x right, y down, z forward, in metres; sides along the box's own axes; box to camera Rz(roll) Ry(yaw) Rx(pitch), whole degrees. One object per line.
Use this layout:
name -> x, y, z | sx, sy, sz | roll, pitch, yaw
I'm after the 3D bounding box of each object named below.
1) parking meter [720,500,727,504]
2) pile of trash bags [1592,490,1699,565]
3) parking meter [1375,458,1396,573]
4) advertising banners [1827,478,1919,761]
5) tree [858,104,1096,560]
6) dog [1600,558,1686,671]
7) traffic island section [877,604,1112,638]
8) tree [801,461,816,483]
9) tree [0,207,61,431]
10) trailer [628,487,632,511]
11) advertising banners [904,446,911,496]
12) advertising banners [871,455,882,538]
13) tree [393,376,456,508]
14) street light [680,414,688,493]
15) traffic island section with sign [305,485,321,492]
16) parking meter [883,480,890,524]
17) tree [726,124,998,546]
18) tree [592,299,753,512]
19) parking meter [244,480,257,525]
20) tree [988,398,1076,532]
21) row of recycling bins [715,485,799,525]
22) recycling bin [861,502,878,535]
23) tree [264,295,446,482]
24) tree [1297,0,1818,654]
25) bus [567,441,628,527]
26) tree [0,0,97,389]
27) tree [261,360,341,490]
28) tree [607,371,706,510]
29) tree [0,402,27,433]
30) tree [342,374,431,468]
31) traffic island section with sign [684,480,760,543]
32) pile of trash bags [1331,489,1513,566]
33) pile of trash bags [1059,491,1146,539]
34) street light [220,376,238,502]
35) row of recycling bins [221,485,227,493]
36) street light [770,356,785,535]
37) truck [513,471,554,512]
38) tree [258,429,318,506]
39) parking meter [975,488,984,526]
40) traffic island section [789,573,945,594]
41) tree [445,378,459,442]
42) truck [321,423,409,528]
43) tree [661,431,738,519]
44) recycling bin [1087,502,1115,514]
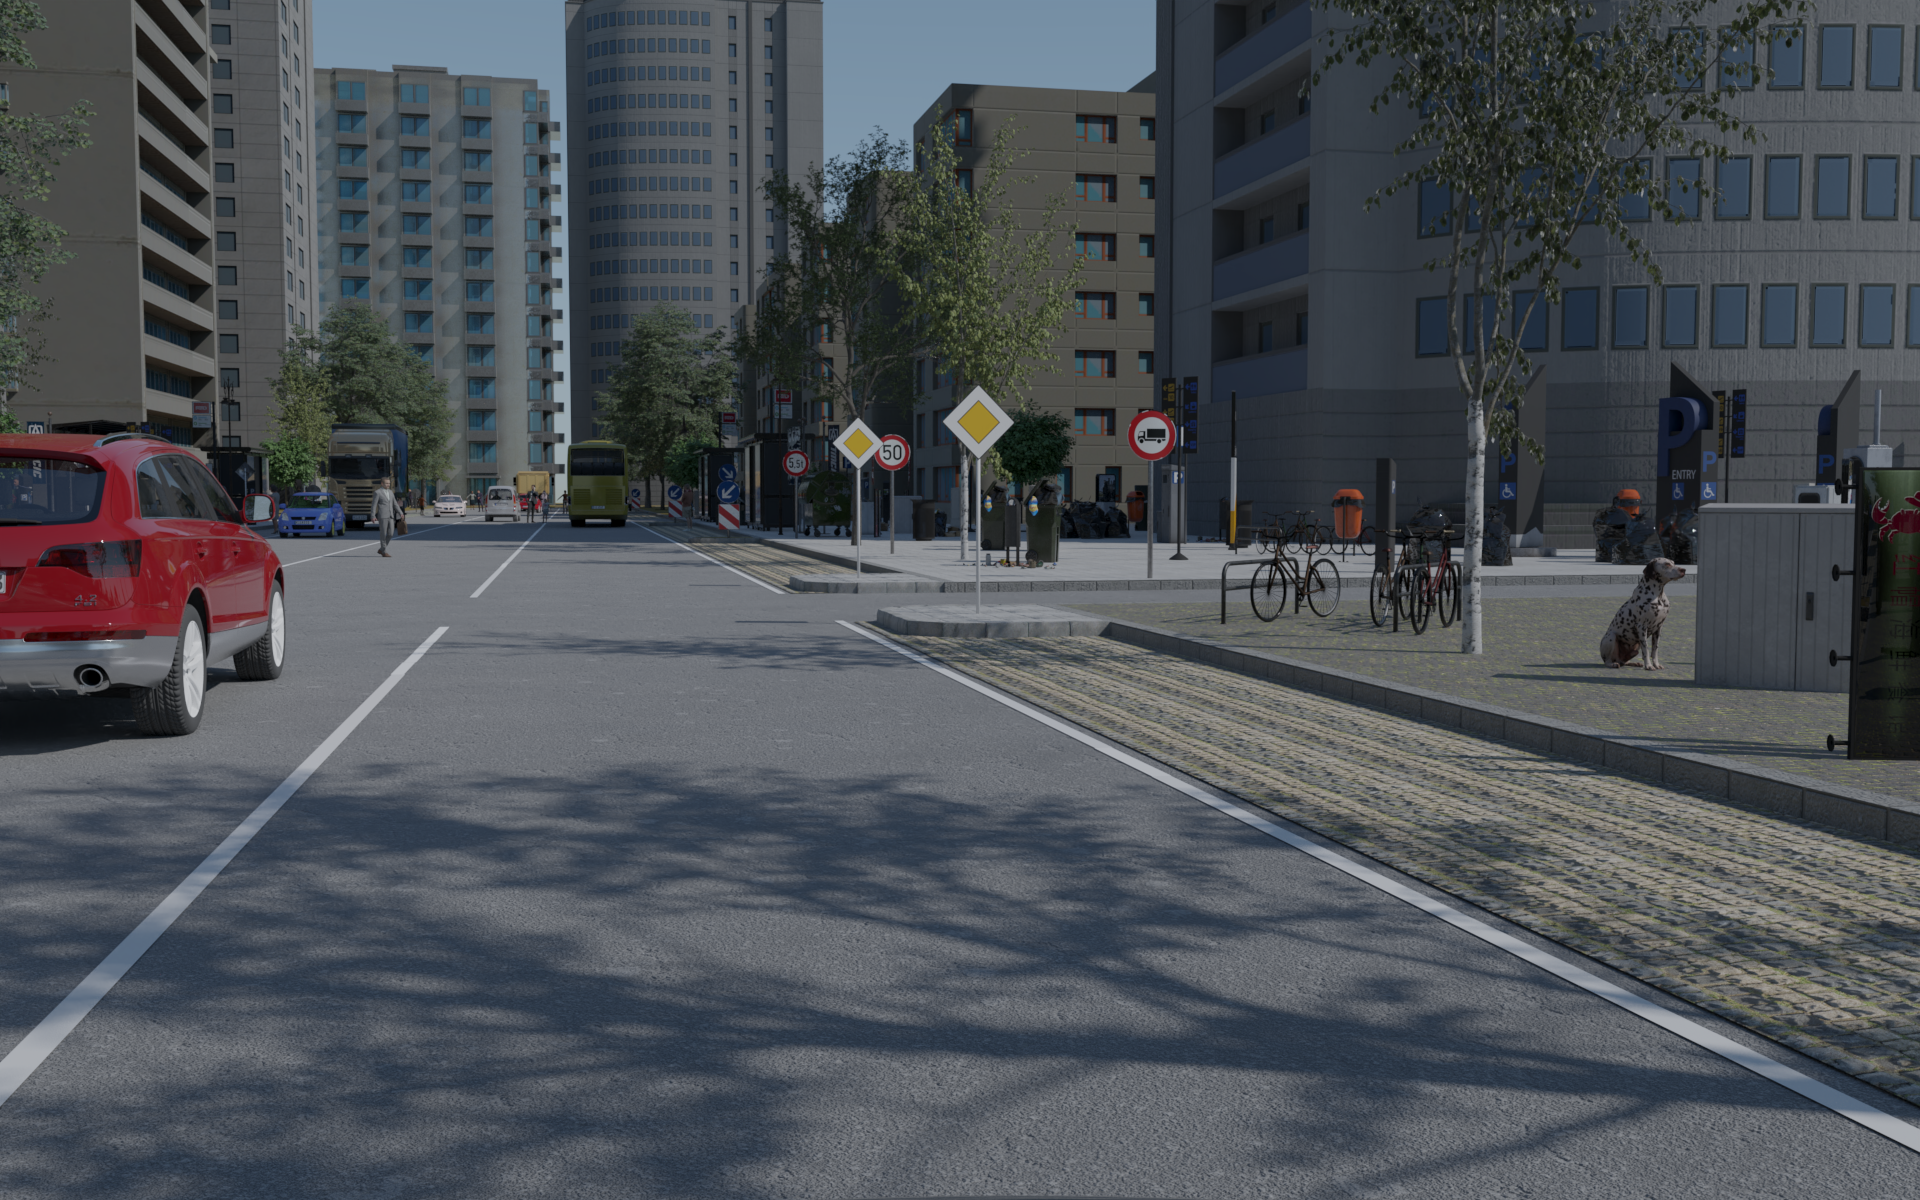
parking meter -> -9.552, -3.786, 70.307 | 0.372, 1.533, 0.369 | 0, 3, 0
pile of trash bags -> 12.907, -1.400, 32.650 | 1.912, 1.369, 3.447 | 0, 4, 7
parking meter -> 6.961, -1.383, 28.328 | 0.255, 1.863, 0.399 | 2, 4, 27
advertising banners -> 5.240, -0.734, 8.193 | 2.074, 3.025, 0.090 | 0, 4, 5
tree -> 0.325, -5.089, 33.572 | 4.737, 8.622, 4.395 | 0, 3, 0
dog -> 5.030, 0.091, 12.898 | 0.513, 0.831, 0.800 | 1, 4, 9
traffic island section -> 0.239, 0.226, 18.586 | 2.009, 0.180, 2.903 | -1, 4, -13
tree -> -8.031, -6.218, 96.264 | 1.663, 3.219, 1.824 | 0, 3, 0
tree -> -23.894, -5.571, 41.452 | 4.360, 8.622, 3.978 | 0, 3, 0
trailer -> -28.269, -8.440, 145.048 | 1.471, 1.999, 3.904 | -1, 4, -12
advertising banners -> -1.902, -4.076, 62.825 | 0.090, 3.025, 2.074 | 0, 4, -6
advertising banners -> -2.489, -3.370, 51.293 | 0.090, 3.025, 2.074 | 0, 4, 5
tree -> -51.374, -15.075, 164.608 | 7.486, 12.596, 7.792 | 0, 3, 0
street light -> -15.872, -7.762, 99.700 | 0.468, 5.910, 1.993 | -1, 4, -13
traffic island section with sign -> -27.603, -3.996, 73.958 | 1.989, 1.847, 2.006 | -1, 4, -13
parking meter -> -3.153, -4.190, 74.224 | 0.255, 1.863, 0.399 | 0, 4, 4
tree -> -2.315, -6.643, 43.022 | 7.601, 10.594, 8.767 | -3, 5, -42
tree -> -18.340, -12.596, 112.597 | 9.857, 13.997, 8.962 | 0, 3, 0
parking meter -> -29.295, -4.023, 71.493 | 0.255, 1.863, 0.399 | 2, 4, 29
tree -> 2.322, -4.604, 58.994 | 4.285, 4.588, 4.351 | 0, 3, 0
row of recycling bins -> -8.332, -3.944, 71.590 | 3.534, 1.692, 1.069 | 0, 4, -7
recycling bin -> -2.974, -2.599, 55.045 | 0.722, 1.027, 0.722 | -1, 4, -10
tree -> -39.937, -12.594, 112.565 | 9.857, 13.997, 8.962 | 0, 3, 0
tree -> 4.361, -3.872, 13.676 | 4.360, 8.622, 3.978 | 0, 3, 0
bus -> -16.497, -5.341, 78.879 | 2.896, 3.916, 12.252 | -1, 4, -12
tree -> -20.463, -7.531, 29.789 | 9.857, 13.997, 8.962 | 0, 3, 0
tree -> -35.749, -8.822, 94.601 | 4.737, 8.622, 4.395 | 0, 3, 0
tree -> -23.780, -12.993, 138.187 | 9.928, 11.665, 9.643 | 0, 3, 0
tree -> -31.405, -4.382, 55.365 | 4.285, 4.588, 4.351 | 0, 3, 0
tree -> -43.614, -11.999, 130.597 | 7.601, 10.594, 8.767 | -1, 4, -20
traffic island section with sign -> -6.966, -2.583, 50.866 | 1.989, 1.847, 2.006 | -1, 4, -13
pile of trash bags -> 8.570, -1.368, 32.120 | 3.447, 1.369, 1.912 | 2, 4, 29
pile of trash bags -> 4.221, -2.511, 50.813 | 3.447, 1.369, 1.912 | -3, 5, -44
street light -> -28.703, -5.831, 68.124 | 0.468, 5.910, 1.993 | -1, 4, -13
row of recycling bins -> -30.909, -3.894, 70.782 | 1.069, 1.692, 3.534 | 0, 4, 0
street light -> -5.623, -4.975, 54.133 | 0.468, 5.910, 1.993 | -1, 4, -13
truck -> -35.990, -9.185, 146.091 | 3.469, 3.379, 9.791 | -1, 4, -13
tree -> -34.258, -6.381, 88.040 | 4.285, 4.588, 4.351 | 0, 3, 0
parking meter -> 0.801, -3.800, 70.545 | 0.372, 1.533, 0.369 | 0, 3, 0
traffic island section -> -1.499, -0.251, 26.380 | 2.009, 0.180, 2.903 | -1, 4, -13
tree -> -46.074, -14.316, 140.727 | 9.857, 13.997, 8.962 | 0, 3, 0
truck -> -24.276, -5.032, 71.191 | 2.839, 4.237, 11.283 | -1, 4, -14
tree -> -14.674, -6.798, 94.861 | 4.285, 4.588, 4.351 | 0, 3, 0
recycling bin -> 4.342, -2.520, 53.760 | 0.722, 1.027, 0.722 | 3, 4, 37
